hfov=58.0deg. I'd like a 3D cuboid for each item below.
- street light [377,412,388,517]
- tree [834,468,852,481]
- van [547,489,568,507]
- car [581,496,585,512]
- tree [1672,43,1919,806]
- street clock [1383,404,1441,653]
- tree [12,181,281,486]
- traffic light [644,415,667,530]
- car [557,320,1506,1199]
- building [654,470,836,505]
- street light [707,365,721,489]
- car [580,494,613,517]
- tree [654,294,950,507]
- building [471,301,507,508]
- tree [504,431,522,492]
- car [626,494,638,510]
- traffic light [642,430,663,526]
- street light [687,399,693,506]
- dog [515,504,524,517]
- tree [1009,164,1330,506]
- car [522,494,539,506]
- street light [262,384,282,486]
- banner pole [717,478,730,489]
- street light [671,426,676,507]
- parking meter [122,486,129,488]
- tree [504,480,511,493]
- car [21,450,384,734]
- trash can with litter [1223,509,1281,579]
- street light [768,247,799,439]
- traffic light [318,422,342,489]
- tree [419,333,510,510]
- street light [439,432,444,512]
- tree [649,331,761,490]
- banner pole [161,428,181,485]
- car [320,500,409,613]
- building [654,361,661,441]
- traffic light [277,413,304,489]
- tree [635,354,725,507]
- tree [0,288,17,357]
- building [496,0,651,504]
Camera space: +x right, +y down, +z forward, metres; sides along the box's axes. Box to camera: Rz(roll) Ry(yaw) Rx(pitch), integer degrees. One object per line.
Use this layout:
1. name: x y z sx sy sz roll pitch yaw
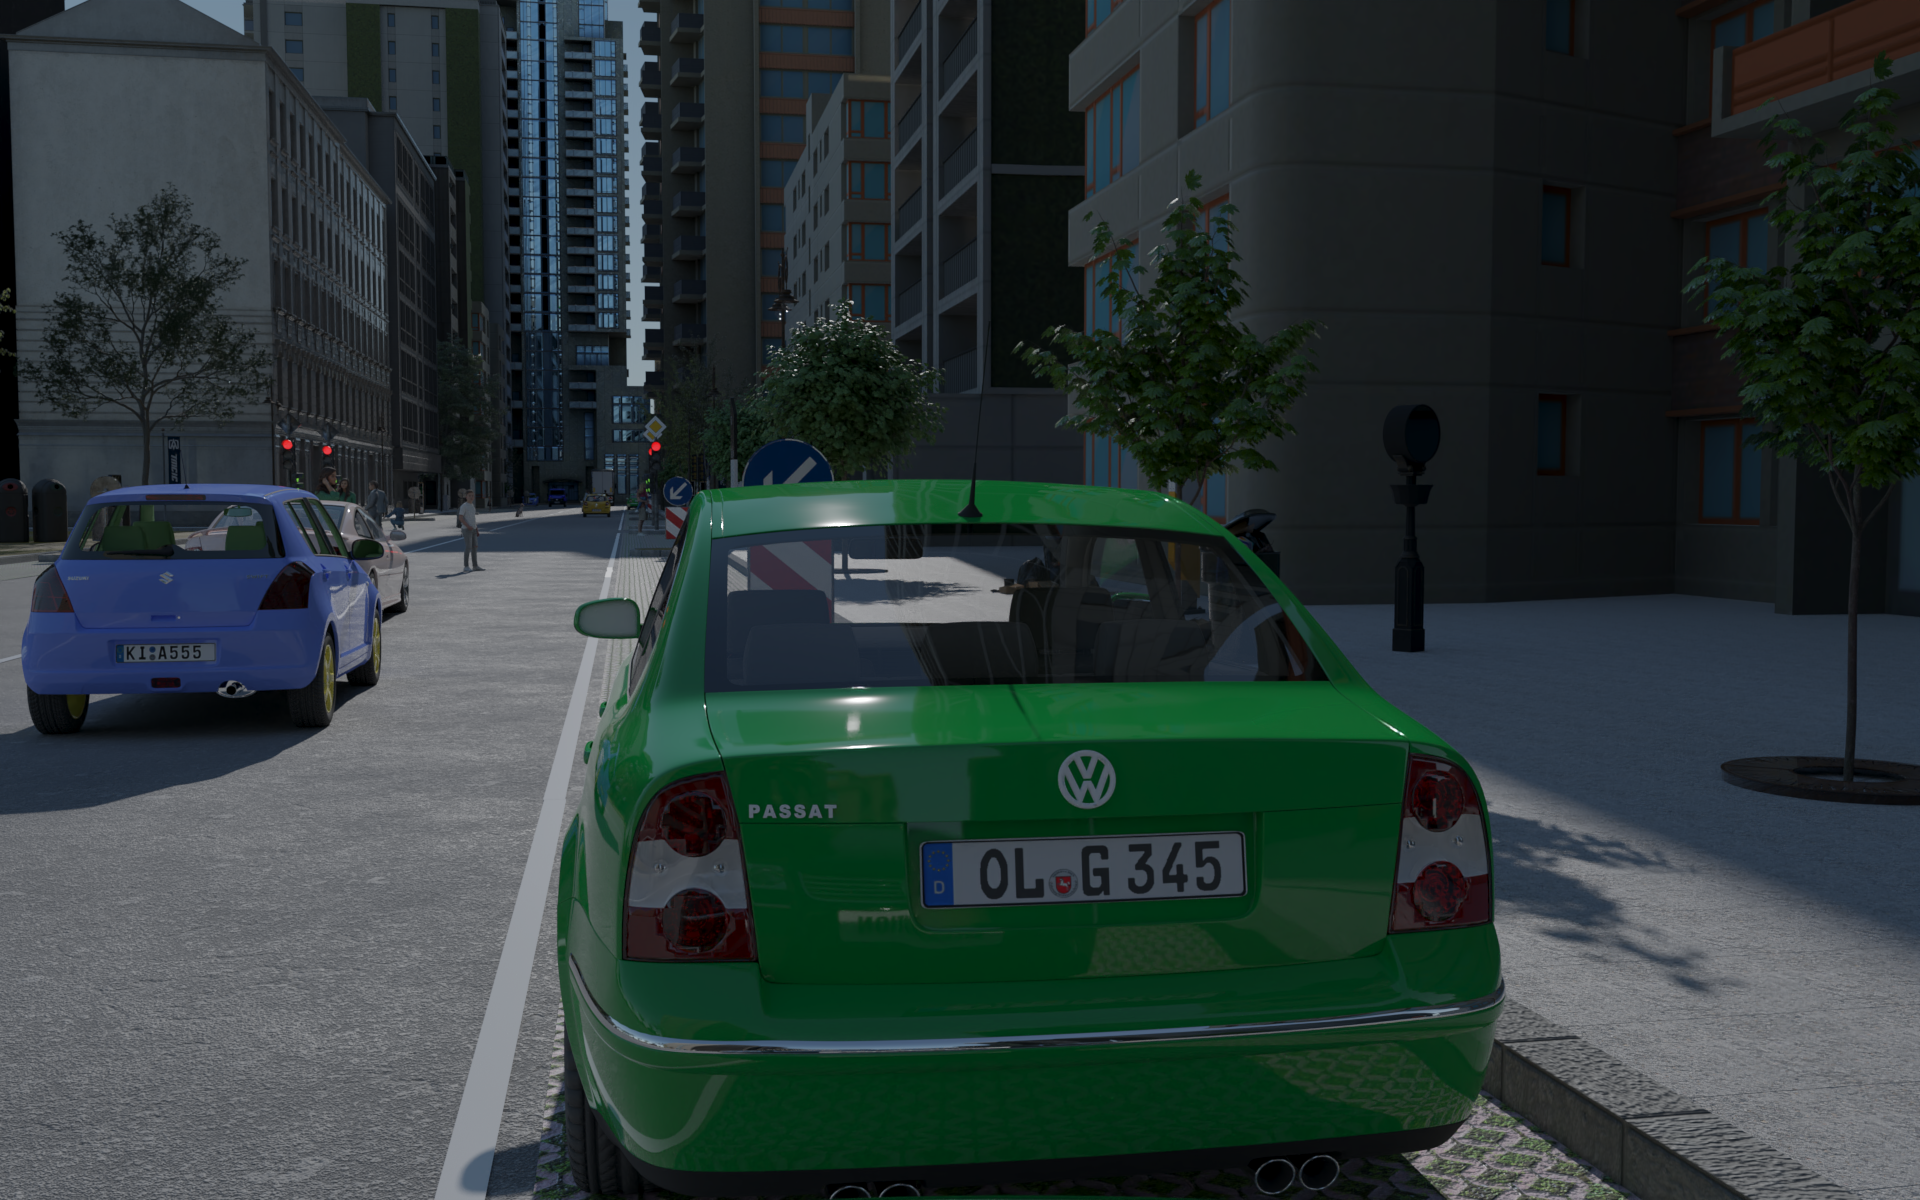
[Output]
1. street light: -32.477 -7.623 97.422 0.468 5.910 1.993 -1 4 -11
2. tree: -3.294 -2.887 41.796 1.663 3.219 1.824 0 3 0
3. van: -44.685 -11.492 192.277 2.240 2.365 5.245 -1 4 -12
4. car: -29.507 -7.793 139.414 2.014 1.417 4.499 -1 4 -9
5. tree: 4.046 -0.788 7.491 1.663 3.219 1.824 0 3 0
6. street clock: 3.661 -0.582 14.079 0.471 2.002 0.358 -3 4 -39
7. tree: -23.762 -7.127 50.933 7.601 10.594 8.767 -3 5 -40
8. traffic light: -10.909 -4.475 62.079 0.839 4.253 0.868 -1 4 -11
9. car: -0.156 0.230 5.029 1.959 1.807 4.718 -1 4 -9
10. building: -26.742 -47.136 208.930 20.563 71.187 20.611 -1 4 -11
11. street light: -8.794 -5.456 61.994 0.468 5.910 1.993 -1 4 -11
12. car: -22.706 -5.995 108.239 2.015 1.641 3.980 -1 4 -12
13. tree: -1.974 -2.734 28.413 4.285 4.588 4.351 0 3 0
14. building: -59.161 -19.706 167.226 27.650 21.520 28.899 -1 4 -11
15. tree: -49.635 -14.523 187.815 4.360 8.622 3.978 0 3 0
16. car: -29.379 -9.102 157.605 1.959 1.807 4.718 -1 4 -12
17. traffic light: -12.412 -4.954 69.922 0.839 4.253 0.868 -1 4 -11
18. street light: -13.198 -6.841 84.636 0.468 5.910 1.993 -1 4 -11
19. dog: -27.665 -5.594 108.297 0.800 0.831 0.513 0 4 -8
20. tree: 1.408 -0.954 10.206 1.663 3.219 1.824 0 3 0
21. car: -50.945 -11.980 205.462 1.945 1.707 3.694 -1 4 -11
22. street light: -26.901 -5.813 67.824 0.468 5.910 1.993 -1 4 -11
23. banner pole: -13.020 -6.485 96.040 0.863 3.779 0.401 -1 4 -16
24. street light: -18.875 -8.664 114.443 0.468 5.910 1.993 -1 4 -11
25. parking meter: -25.183 -2.673 52.119 0.372 1.533 0.369 0 3 0
26. tree: -51.251 -12.227 194.508 1.663 3.219 1.824 0 3 0
27. car: -4.968 -0.133 11.760 1.945 1.707 3.694 -1 4 -12
28. trash can with litter: 1.939 -0.120 13.346 0.624 1.170 1.055 -3 5 -44
29. street light: -3.323 -3.661 32.642 0.468 5.910 1.993 -1 4 -11
30. traffic light: -24.599 -4.811 67.580 0.839 4.253 0.868 -1 4 -11
31. tree: -40.566 -14.000 135.558 9.857 13.997 8.962 0 3 0
32. street light: -38.001 -9.418 126.764 0.468 5.910 1.993 -1 4 -11
33. tree: -11.134 -7.799 77.870 4.360 8.622 3.978 0 3 0
34. banner pole: -30.012 -4.637 65.833 0.401 3.779 0.863 3 5 44
35. car: -7.350 -0.432 19.419 2.083 1.381 4.827 -1 4 -11
36. building: -28.096 -24.346 243.091 28.899 21.520 27.650 -1 4 -11
37. traffic light: -23.097 -4.331 59.737 0.839 4.253 0.868 -1 4 -11
38. tree: -14.457 -8.558 90.283 4.737 8.622 4.395 0 3 0
39. tree: -23.991 -5.462 39.671 4.360 8.622 3.978 0 3 0
40. building: -57.762 -56.272 232.712 31.000 86.520 22.319 -1 4 -11
